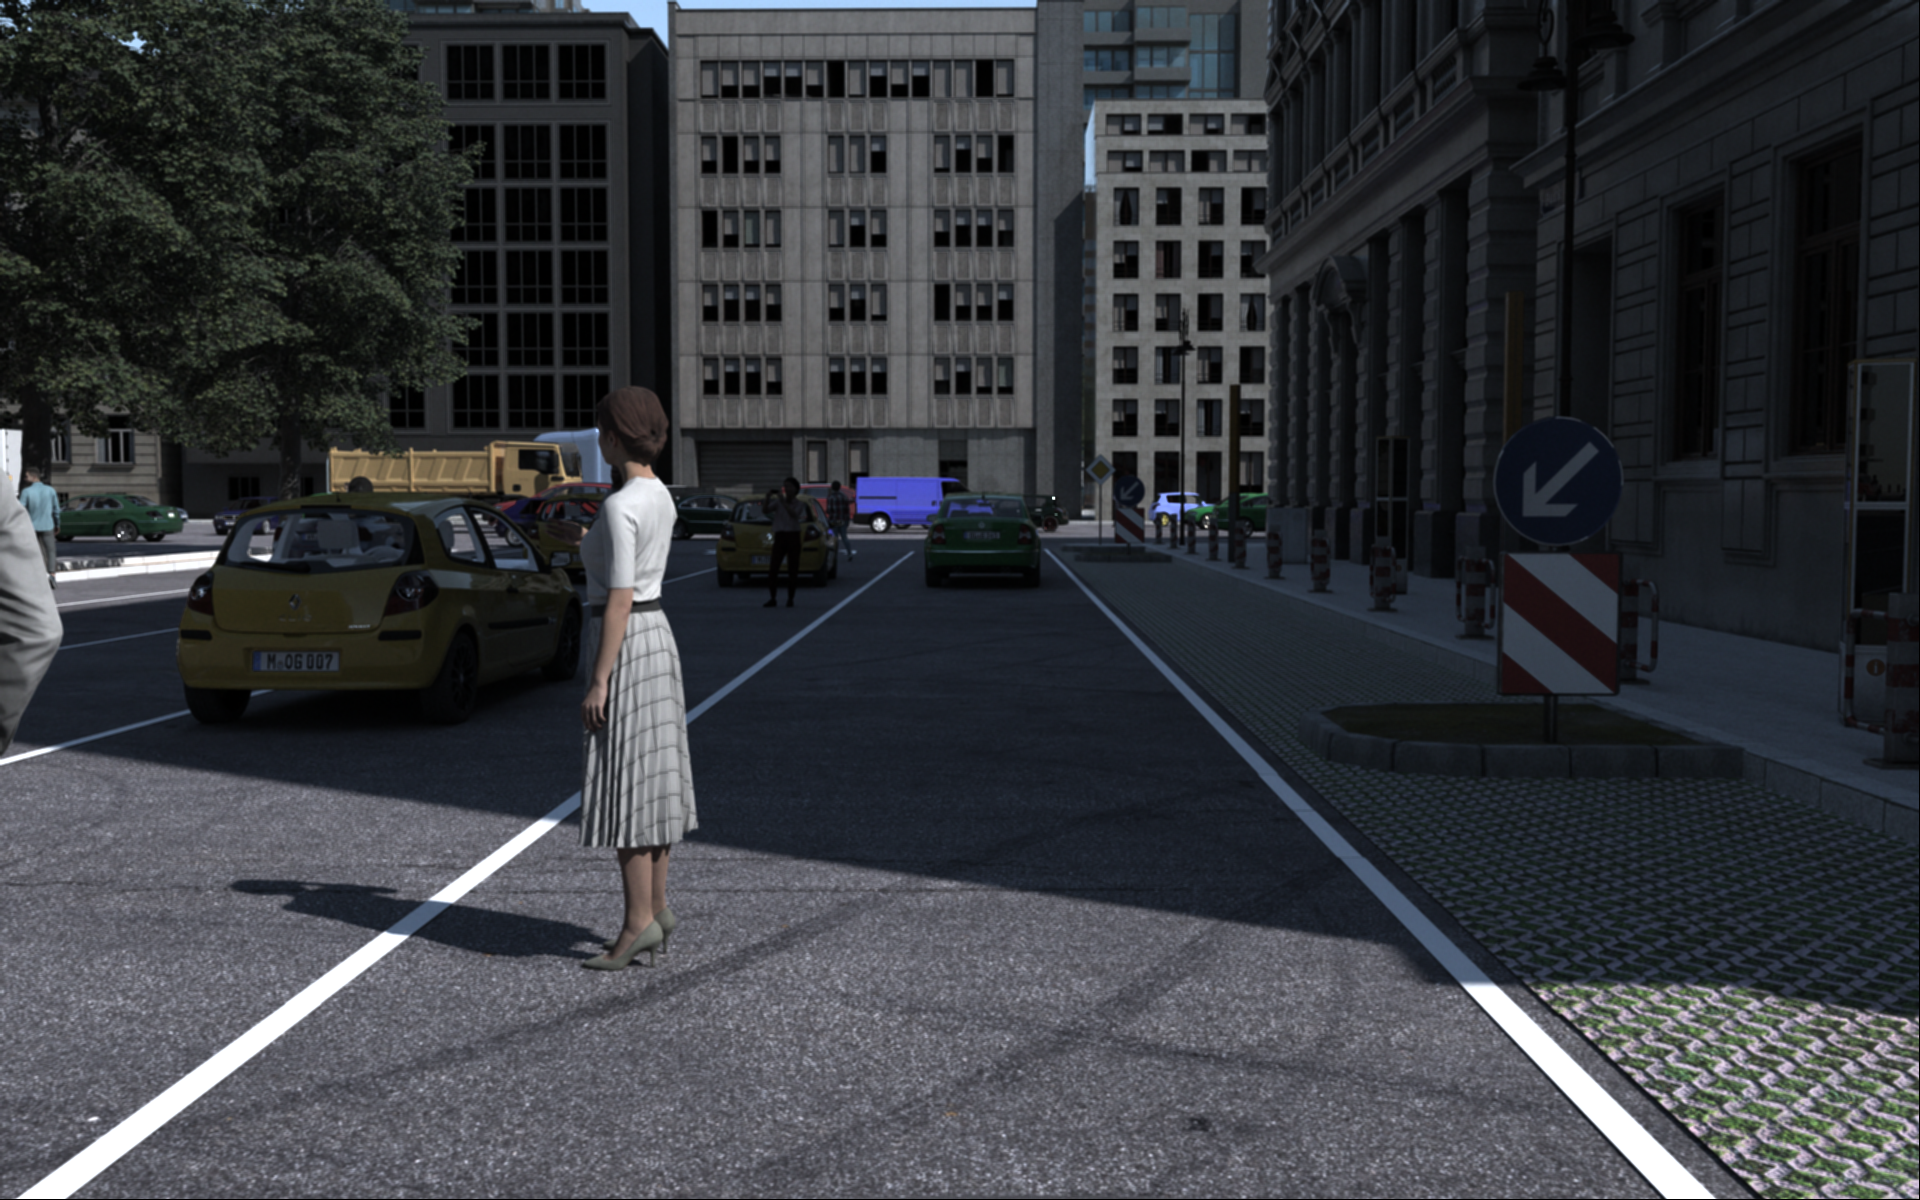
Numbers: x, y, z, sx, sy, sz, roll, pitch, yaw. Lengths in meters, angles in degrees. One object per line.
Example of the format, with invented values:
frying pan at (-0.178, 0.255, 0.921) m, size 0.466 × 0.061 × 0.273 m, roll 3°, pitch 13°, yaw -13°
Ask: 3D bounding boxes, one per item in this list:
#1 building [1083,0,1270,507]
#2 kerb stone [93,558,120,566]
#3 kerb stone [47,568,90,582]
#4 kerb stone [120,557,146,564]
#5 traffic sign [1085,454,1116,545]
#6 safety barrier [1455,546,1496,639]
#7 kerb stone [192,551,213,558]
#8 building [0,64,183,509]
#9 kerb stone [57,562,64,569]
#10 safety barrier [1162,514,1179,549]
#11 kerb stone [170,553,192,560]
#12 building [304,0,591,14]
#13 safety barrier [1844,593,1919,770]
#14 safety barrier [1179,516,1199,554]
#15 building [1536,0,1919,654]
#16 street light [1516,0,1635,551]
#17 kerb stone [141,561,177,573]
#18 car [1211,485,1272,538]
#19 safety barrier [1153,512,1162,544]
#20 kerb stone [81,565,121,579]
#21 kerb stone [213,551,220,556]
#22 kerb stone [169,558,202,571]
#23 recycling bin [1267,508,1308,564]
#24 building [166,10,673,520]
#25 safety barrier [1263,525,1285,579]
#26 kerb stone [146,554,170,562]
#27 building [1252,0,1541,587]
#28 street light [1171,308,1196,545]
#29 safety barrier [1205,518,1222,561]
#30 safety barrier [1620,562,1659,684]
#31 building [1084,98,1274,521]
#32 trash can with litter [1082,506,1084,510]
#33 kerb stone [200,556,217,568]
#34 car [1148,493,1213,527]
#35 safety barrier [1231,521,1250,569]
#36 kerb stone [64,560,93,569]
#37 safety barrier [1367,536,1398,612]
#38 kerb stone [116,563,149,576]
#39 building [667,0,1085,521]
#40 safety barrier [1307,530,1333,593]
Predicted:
building at (20.674, -33.740, 171.256) m, size 23.786 × 49.044 × 30.456 m, roll 0°, pitch 4°, yaw 1°
kerb stone at (-16.793, -0.715, 33.885) m, size 0.120 × 0.150 × 1.000 m, roll 0°, pitch 4°, yaw 1°
kerb stone at (-14.777, -0.390, 28.700) m, size 0.120 × 0.150 × 1.000 m, roll 0°, pitch 4°, yaw 1°
kerb stone at (-16.775, -0.778, 34.913) m, size 0.120 × 0.150 × 1.000 m, roll 0°, pitch 4°, yaw 1°
traffic sign at (3.537, -2.448, 43.665) m, size 0.795 × 2.450 × 0.064 m, roll 0°, pitch 4°, yaw 1°
safety barrier at (4.564, -0.065, 15.338) m, size 0.300 × 0.817 × 1.120 m, roll 0°, pitch 4°, yaw 1°
kerb stone at (-16.723, -0.967, 38.004) m, size 0.120 × 0.150 × 1.000 m, roll 0°, pitch 4°, yaw 1°
building at (-53.911, -15.893, 93.131) m, size 30.059 × 22.955 × 16.112 m, roll 0°, pitch 4°, yaw 1°
kerb stone at (-16.832, -0.589, 31.826) m, size 0.120 × 0.150 × 1.000 m, roll 0°, pitch 4°, yaw 1°
safety barrier at (5.015, -1.612, 40.623) m, size 0.300 × 0.817 × 1.120 m, roll 0°, pitch 4°, yaw 1°
kerb stone at (-16.735, -0.904, 36.975) m, size 0.120 × 0.150 × 1.000 m, roll 0°, pitch 4°, yaw 1°
building at (-44.602, -32.929, 158.001) m, size 23.786 × 49.044 × 30.456 m, roll 0°, pitch 4°, yaw 1°
safety barrier at (4.439, 0.376, 8.122) m, size 0.300 × 0.817 × 1.120 m, roll 0°, pitch 4°, yaw 1°
safety barrier at (4.949, -1.391, 37.011) m, size 0.300 × 0.817 × 1.120 m, roll 0°, pitch 4°, yaw 1°
building at (11.950, -10.693, 10.995) m, size 11.583 × 22.565 × 21.152 m, roll 0°, pitch 4°, yaw 1°
street light at (5.033, -2.542, 14.345) m, size 0.468 × 5.910 × 1.993 m, roll 0°, pitch 4°, yaw 1°
kerb stone at (-14.725, -0.580, 31.796) m, size 0.120 × 0.150 × 1.000 m, roll 0°, pitch 4°, yaw 1°
car at (10.587, -2.950, 57.021) m, size 4.718 × 1.807 × 1.959 m, roll 0°, pitch 4°, yaw 2°
safety barrier at (5.081, -1.833, 44.238) m, size 0.300 × 0.817 × 1.120 m, roll 0°, pitch 4°, yaw 1°
kerb stone at (-14.761, -0.461, 29.729) m, size 0.120 × 0.150 × 1.000 m, roll 0°, pitch 4°, yaw 1°
kerb stone at (-16.695, -1.030, 39.042) m, size 0.120 × 0.150 × 1.000 m, roll 0°, pitch 4°, yaw 1°
kerb stone at (-14.706, -0.651, 32.833) m, size 0.120 × 0.150 × 1.000 m, roll 0°, pitch 4°, yaw 1°
recycling bin at (6.056, -1.191, 32.033) m, size 0.722 × 1.027 × 0.722 m, roll 1°, pitch 4°, yaw 11°
building at (-26.903, -18.203, 91.128) m, size 24.014 × 27.812 × 14.314 m, roll 0°, pitch 4°, yaw 1°
safety barrier at (4.753, -0.728, 26.176) m, size 0.300 × 0.817 × 1.120 m, roll 0°, pitch 4°, yaw 1°
kerb stone at (-16.750, -0.834, 35.947) m, size 0.120 × 0.150 × 1.000 m, roll 0°, pitch 4°, yaw 1°
building at (12.070, -12.437, 32.221) m, size 11.050 × 23.489 × 19.941 m, roll 0°, pitch 4°, yaw 1°
street light at (5.566, -4.308, 43.228) m, size 0.468 × 5.910 × 1.993 m, roll 0°, pitch 4°, yaw 1°
safety barrier at (4.889, -1.170, 33.403) m, size 0.300 × 0.817 × 1.120 m, roll 0°, pitch 4°, yaw 1°
safety barrier at (4.499, 0.156, 11.730) m, size 0.300 × 0.817 × 1.120 m, roll 0°, pitch 4°, yaw 1°
building at (14.958, -14.214, 87.143) m, size 16.860 × 20.320 × 10.420 m, roll 0°, pitch 4°, yaw 1°
trash can with litter at (10.236, -7.926, 140.971) m, size 1.055 × 1.170 × 0.624 m, roll -1°, pitch 4°, yaw -20°
kerb stone at (-14.694, -0.712, 33.861) m, size 0.120 × 0.150 × 1.000 m, roll 0°, pitch 4°, yaw 1°
car at (10.203, -4.109, 76.768) m, size 3.694 × 1.707 × 1.945 m, roll 0°, pitch 4°, yaw 0°
safety barrier at (4.822, -0.949, 29.791) m, size 0.300 × 0.817 × 1.120 m, roll 0°, pitch 4°, yaw 1°
kerb stone at (-16.807, -0.652, 32.854) m, size 0.120 × 0.150 × 1.000 m, roll 0°, pitch 4°, yaw 1°
safety barrier at (4.623, -0.286, 18.946) m, size 0.300 × 0.817 × 1.120 m, roll 0°, pitch 4°, yaw 1°
kerb stone at (-14.755, -0.523, 30.757) m, size 0.120 × 0.150 × 1.000 m, roll 0°, pitch 4°, yaw 1°
building at (-3.928, -16.597, 89.381) m, size 19.932 × 24.808 × 12.078 m, roll 0°, pitch 4°, yaw 1°
safety barrier at (4.692, -0.506, 22.553) m, size 0.300 × 0.817 × 1.120 m, roll 0°, pitch 4°, yaw 1°
